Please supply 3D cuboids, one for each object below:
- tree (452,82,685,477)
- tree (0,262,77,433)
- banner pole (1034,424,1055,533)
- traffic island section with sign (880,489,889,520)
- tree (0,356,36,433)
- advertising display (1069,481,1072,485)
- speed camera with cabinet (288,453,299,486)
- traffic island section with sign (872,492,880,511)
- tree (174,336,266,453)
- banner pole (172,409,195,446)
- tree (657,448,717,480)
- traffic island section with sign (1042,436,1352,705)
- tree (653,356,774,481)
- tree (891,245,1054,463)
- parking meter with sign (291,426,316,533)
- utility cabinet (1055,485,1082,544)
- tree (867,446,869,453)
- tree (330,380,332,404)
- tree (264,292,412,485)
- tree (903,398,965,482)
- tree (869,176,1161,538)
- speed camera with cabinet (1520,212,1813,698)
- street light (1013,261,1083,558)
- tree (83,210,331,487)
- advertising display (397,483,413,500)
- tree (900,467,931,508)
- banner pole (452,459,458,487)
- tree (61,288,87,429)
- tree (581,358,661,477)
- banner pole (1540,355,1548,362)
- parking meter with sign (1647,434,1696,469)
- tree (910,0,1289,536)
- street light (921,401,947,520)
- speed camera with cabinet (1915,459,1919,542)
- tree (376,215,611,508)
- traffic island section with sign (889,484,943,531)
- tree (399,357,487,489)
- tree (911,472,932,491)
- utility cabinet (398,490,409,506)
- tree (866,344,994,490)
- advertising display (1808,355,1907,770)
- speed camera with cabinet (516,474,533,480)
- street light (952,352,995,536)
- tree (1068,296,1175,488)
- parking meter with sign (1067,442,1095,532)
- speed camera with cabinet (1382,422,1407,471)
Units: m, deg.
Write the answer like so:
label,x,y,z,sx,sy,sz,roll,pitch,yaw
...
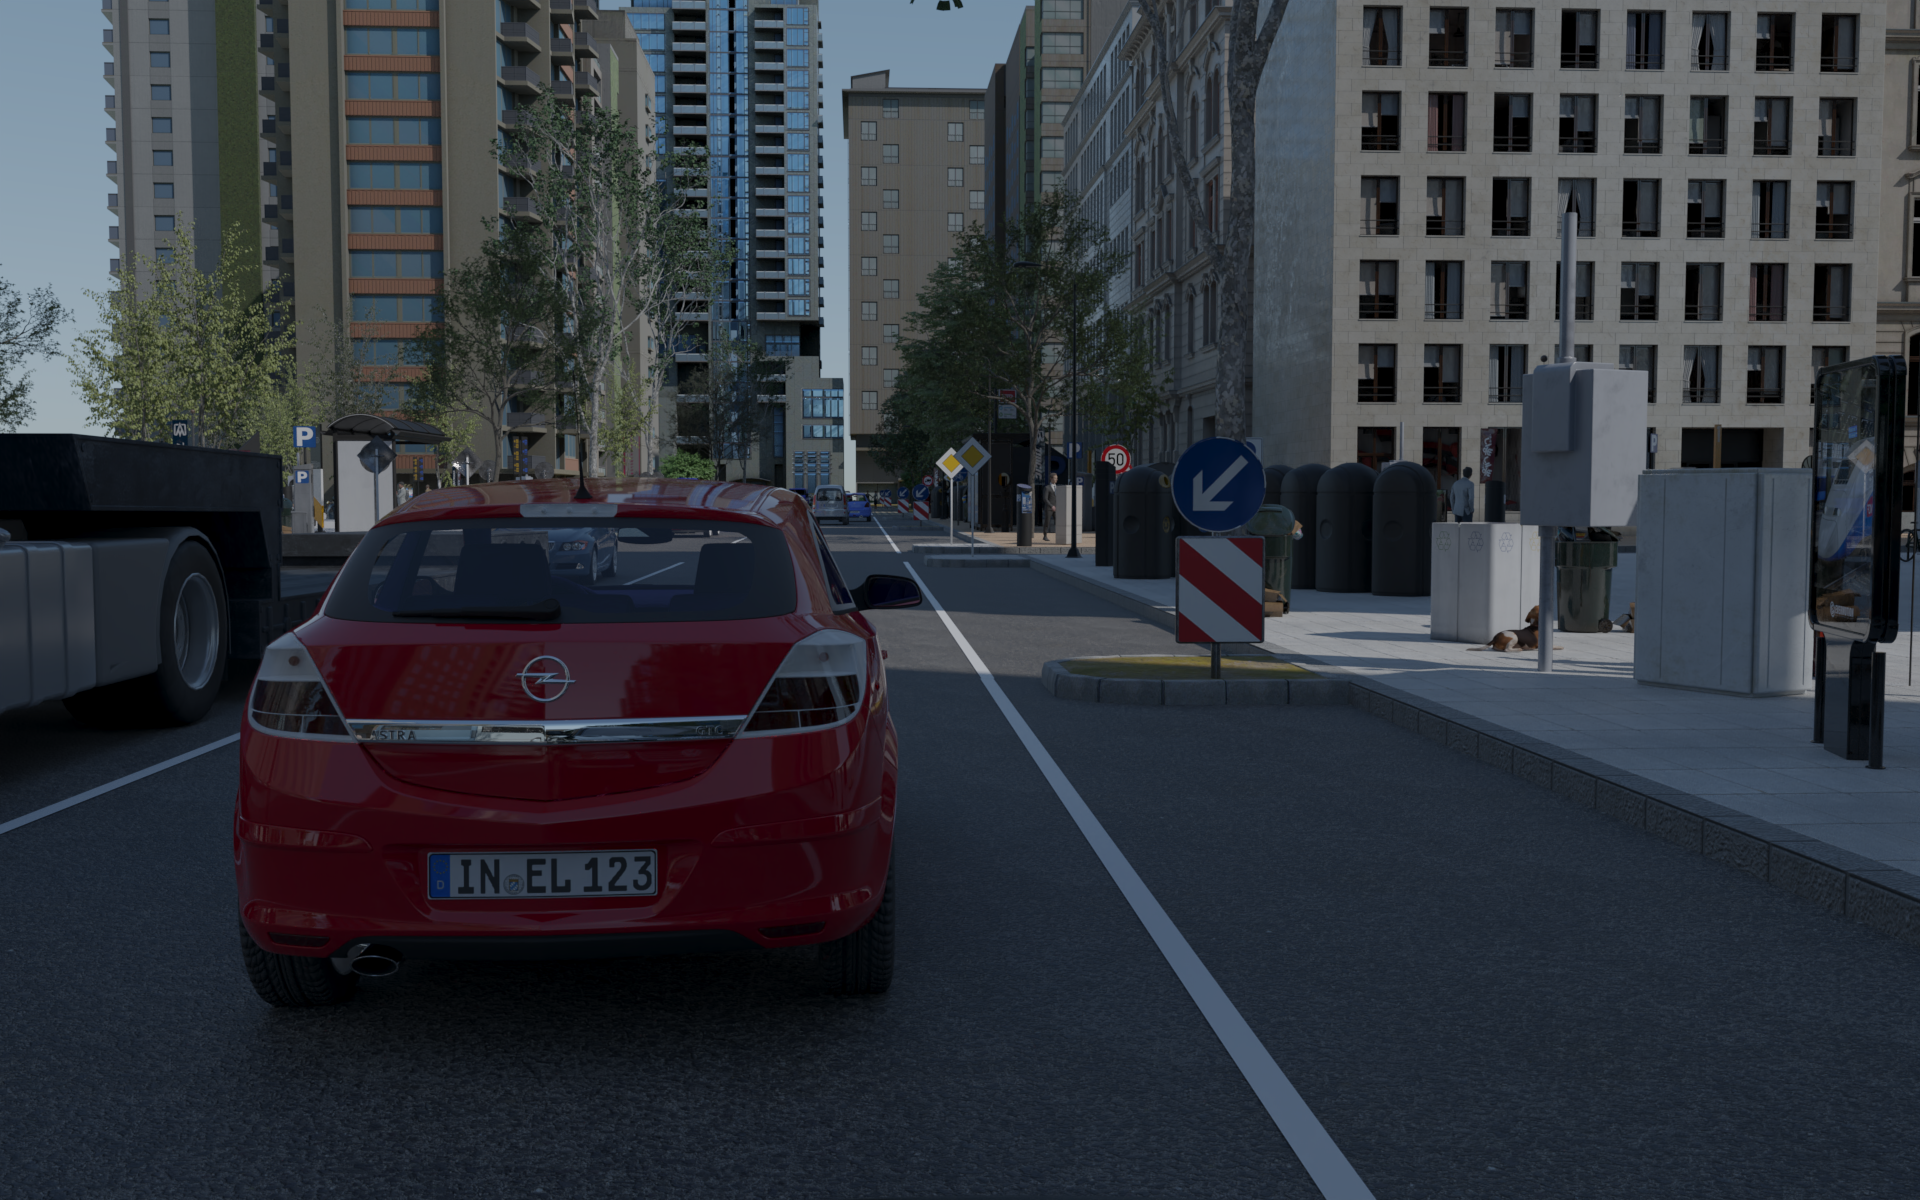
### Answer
label,x,y,z,sx,sy,sz,roll,pitch,yaw
tree,-16.905,-13.671,79.407,12.611,20.169,13.585,0,3,0
tree,-31.930,-7.255,53.038,7.601,10.594,8.767,1,4,11
banner pole,2.728,-4.091,56.905,0.863,3.779,0.401,-1,4,-19
traffic island section with sign,-3.266,-5.323,95.663,1.989,1.847,2.006,0,4,-3
tree,-37.445,-7.020,65.143,4.360,8.622,3.978,0,3,0
advertising display,5.753,-4.819,84.011,0.974,1.923,0.123,-1,4,-15
speed camera with cabinet,-32.348,-5.407,82.742,2.038,3.252,0.660,0,4,2
traffic island section with sign,-6.172,-8.327,144.780,1.989,1.847,2.006,0,4,-3
tree,-33.757,-7.839,78.531,4.360,8.622,3.978,0,3,0
banner pole,-22.905,-3.748,51.290,0.863,3.779,0.401,0,4,2
tree,-20.648,-9.291,135.616,4.285,4.588,4.351,0,3,0
traffic island section with sign,1.636,-0.250,12.721,1.989,1.847,2.006,0,4,-3
tree,-21.675,-14.892,153.853,12.009,13.543,11.850,0,3,0
tree,0.317,-9.860,79.345,7.486,12.596,7.792,0,3,0
parking meter with sign,-16.592,-2.902,43.707,0.543,3.016,1.738,-1,4,-15
utility cabinet,2.768,-2.172,44.193,0.318,1.500,1.173,2,4,23
tree,-4.282,-13.277,151.489,8.767,10.594,7.601,1,4,11
tree,-35.767,-8.725,93.011,4.737,8.622,4.395,0,3,0
tree,-22.435,-6.953,64.039,4.360,8.622,3.978,0,3,0
tree,-1.283,-9.772,110.140,4.737,8.622,4.395,0,3,0
tree,2.355,-7.086,50.268,7.601,10.594,8.767,-1,4,-20
speed camera with cabinet,4.766,-1.066,11.764,0.660,3.252,2.038,-2,4,-27
street light,1.756,-3.805,34.757,1.470,5.913,1.316,0,4,-3
tree,-19.847,-5.852,46.050,4.737,8.622,4.395,0,3,0
advertising display,-33.673,-6.114,105.171,0.123,1.923,0.974,3,5,42
tree,-4.160,-11.013,163.770,4.285,4.588,4.351,0,3,0
banner pole,-32.107,-7.353,110.237,0.401,3.779,0.863,1,4,14
tree,-25.140,-6.339,54.012,4.737,8.622,4.395,0,3,0
tree,-18.138,-8.699,92.591,4.737,8.622,4.395,0,3,0
banner pole,10.485,-2.511,31.069,0.401,3.779,0.863,0,4,8
parking meter with sign,20.604,-3.256,49.505,1.738,3.016,0.543,3,5,42
tree,4.260,-10.153,21.887,12.611,20.169,13.585,0,3,0
street light,-1.391,-6.994,86.888,1.470,5.913,1.316,0,4,-3
speed camera with cabinet,26.524,-3.245,47.399,0.660,3.252,2.038,2,4,28
tree,-15.289,-7.536,57.633,7.601,10.594,8.767,0,4,3
traffic island section with sign,-1.686,-3.677,68.754,1.989,1.847,2.006,0,4,-3
tree,-27.649,-8.702,92.646,4.737,8.622,4.395,0,3,0
tree,-3.226,-8.746,137.592,1.663,3.219,1.824,0,3,0
utility cabinet,-30.481,-5.278,94.974,0.318,1.500,1.173,0,4,-3
tree,-1.880,-12.824,126.681,9.611,12.733,9.660,0,3,0
advertising display,4.359,-0.199,8.460,0.123,1.923,0.974,1,4,10
speed camera with cabinet,-23.213,-5.860,90.142,2.038,3.252,0.660,2,4,26
street light,0.421,-5.143,56.632,1.470,5.913,1.316,0,4,-3
tree,6.164,-7.015,65.050,4.737,8.622,4.395,0,3,0
parking meter with sign,4.228,-3.842,59.071,0.543,3.016,1.738,2,4,26
speed camera with cabinet,11.873,-3.299,48.271,0.660,3.252,2.038,0,4,-5
